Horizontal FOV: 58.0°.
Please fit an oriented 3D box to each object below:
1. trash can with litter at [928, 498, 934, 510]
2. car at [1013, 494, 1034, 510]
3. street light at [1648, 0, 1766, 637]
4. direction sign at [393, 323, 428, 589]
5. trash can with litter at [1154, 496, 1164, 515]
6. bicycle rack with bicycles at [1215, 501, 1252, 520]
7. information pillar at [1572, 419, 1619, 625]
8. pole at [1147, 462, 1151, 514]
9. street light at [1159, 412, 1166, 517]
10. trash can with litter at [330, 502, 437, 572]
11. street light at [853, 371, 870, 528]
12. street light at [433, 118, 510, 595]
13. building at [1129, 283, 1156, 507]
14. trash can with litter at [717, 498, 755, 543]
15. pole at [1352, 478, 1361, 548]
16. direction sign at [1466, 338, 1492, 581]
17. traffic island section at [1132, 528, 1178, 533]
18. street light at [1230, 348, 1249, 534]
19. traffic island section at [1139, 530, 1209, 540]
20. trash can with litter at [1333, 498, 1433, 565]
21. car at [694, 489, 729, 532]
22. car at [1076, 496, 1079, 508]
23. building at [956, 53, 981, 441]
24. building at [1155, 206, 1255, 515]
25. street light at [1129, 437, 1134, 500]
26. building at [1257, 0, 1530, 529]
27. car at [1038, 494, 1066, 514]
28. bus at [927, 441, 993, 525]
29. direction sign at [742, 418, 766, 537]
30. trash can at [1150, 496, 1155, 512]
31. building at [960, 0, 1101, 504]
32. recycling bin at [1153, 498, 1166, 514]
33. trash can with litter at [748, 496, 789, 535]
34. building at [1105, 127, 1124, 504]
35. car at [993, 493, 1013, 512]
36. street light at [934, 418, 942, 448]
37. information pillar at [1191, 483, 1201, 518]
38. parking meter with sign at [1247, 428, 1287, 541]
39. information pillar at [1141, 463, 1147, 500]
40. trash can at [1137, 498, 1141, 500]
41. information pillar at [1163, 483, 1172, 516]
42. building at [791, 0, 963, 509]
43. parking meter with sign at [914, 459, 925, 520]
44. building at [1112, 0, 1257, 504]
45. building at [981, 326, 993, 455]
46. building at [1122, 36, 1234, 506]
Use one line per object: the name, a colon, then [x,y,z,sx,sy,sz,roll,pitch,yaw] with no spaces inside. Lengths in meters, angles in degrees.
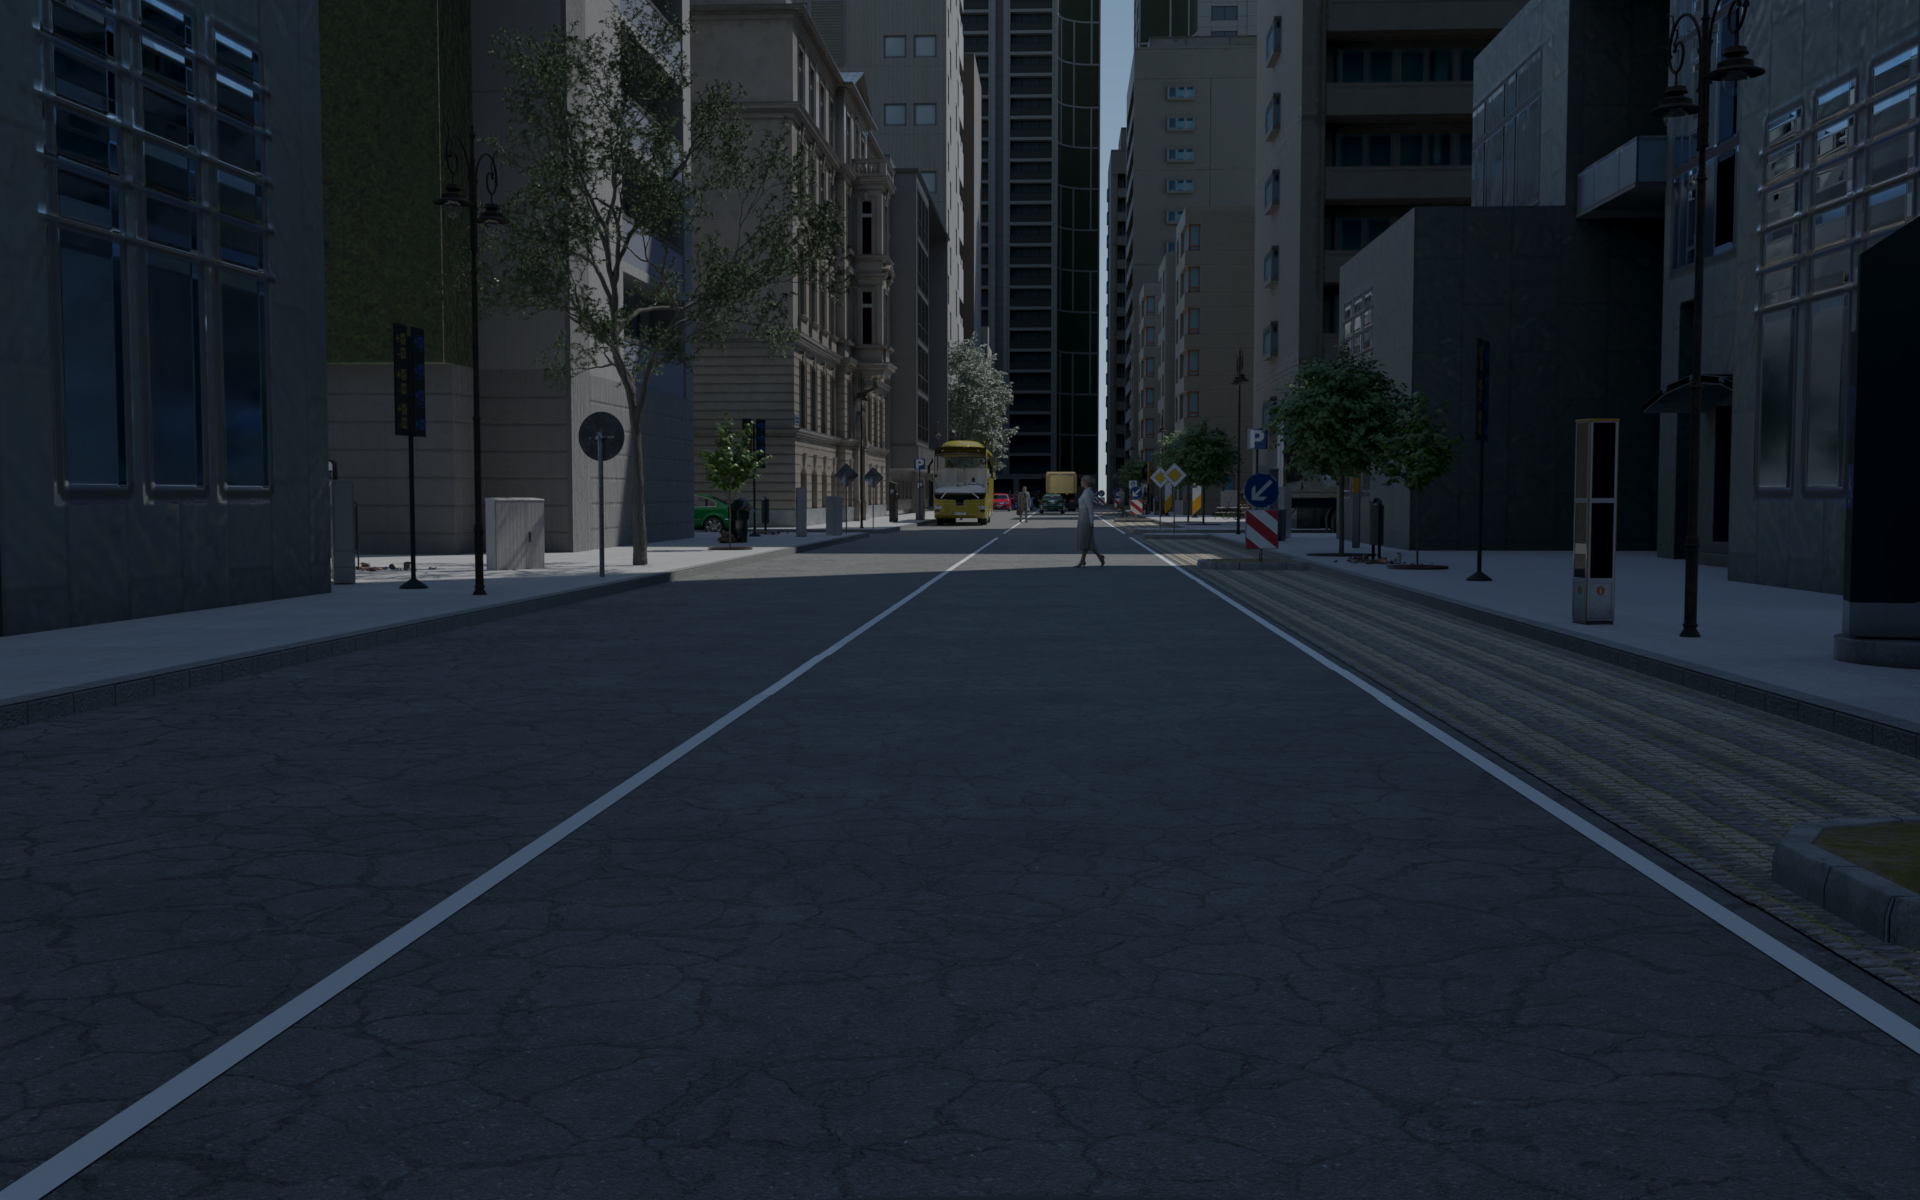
trash can with litter: [-2.149,-7.720,137.286,2.233,1.210,1.678,3,4,37]
car: [5.674,-8.909,155.246,1.945,1.707,3.694,0,4,3]
street light: [6.565,-2.606,15.398,0.468,5.910,1.993,0,4,3]
direction sign: [-7.421,-1.922,23.420,0.379,3.537,0.876,0,4,7]
trash can with litter: [12.192,-5.788,106.013,0.624,1.170,1.055,0,4,2]
bicycle rack with bicycles: [14.272,-4.505,87.045,2.925,0.926,2.852,-2,4,-25]
information pillar: [6.258,-0.769,17.069,0.304,2.012,0.304,0,4,-7]
pole: [12.192,-7.212,111.757,0.158,3.312,0.155,0,3,0]
street light: [11.466,-7.676,98.293,0.468,5.910,1.993,0,4,3]
trash can with litter: [-9.960,-1.098,29.004,2.233,1.210,1.678,0,4,-8]
street light: [-3.692,-5.631,64.861,0.468,5.910,1.993,0,4,3]
street light: [-6.111,-3.001,21.857,0.468,5.910,1.993,0,4,3]
building: [29.706,-19.011,155.865,27.650,21.520,28.899,0,4,3]
trash can with litter: [-5.886,-2.082,45.435,0.624,1.170,1.055,2,4,24]
pole: [9.398,-2.885,41.010,0.158,3.312,0.155,0,3,0]
direction sign: [7.684,-2.051,25.532,0.379,3.537,0.876,2,4,27]
traffic island section: [7.379,-2.532,63.681,2.009,0.180,2.903,0,4,3]
street light: [8.850,-5.023,54.914,0.468,5.910,1.993,0,4,3]
traffic island section: [6.907,-2.045,55.710,2.009,0.180,2.903,0,4,3]
trash can with litter: [7.816,-1.306,32.413,1.678,1.210,2.233,0,4,1]
car: [-9.703,-3.116,59.736,4.718,1.807,1.959,0,4,1]
car: [11.670,-10.466,183.115,2.014,1.417,4.499,0,4,4]
building: [-5.108,-32.046,174.063,14.600,45.320,14.200,0,4,3]
building: [28.187,-16.698,118.055,27.650,21.520,28.899,0,4,3]
street light: [13.645,-10.074,137.505,0.468,5.910,1.993,0,4,3]
building: [23.493,-27.434,72.240,21.600,48.544,21.300,0,4,3]
car: [6.834,-7.137,128.485,2.131,1.459,4.920,0,4,2]
bus: [0.226,-5.617,83.379,2.896,3.916,12.252,0,4,2]
direction sign: [-6.197,-3.680,52.159,0.379,3.537,0.876,3,5,43]
trash can: [13.919,-6.868,123.949,0.748,1.137,0.748,0,3,0]
building: [8.410,-48.537,231.829,20.611,71.187,20.563,0,4,3]
recycling bin: [12.742,-5.954,109.909,0.722,1.027,0.722,-2,4,-26]
trash can with litter: [-6.275,-2.690,55.033,1.678,1.210,2.233,-1,4,-9]
building: [30.299,-37.168,231.390,21.600,48.544,21.300,0,4,3]
car: [3.299,-8.211,143.284,2.155,1.783,4.494,0,4,3]
street light: [-1.342,-8.058,104.533,0.468,5.910,1.993,0,4,3]
information pillar: [12.770,-6.245,93.463,0.504,3.616,0.183,-1,4,-17]
parking meter with sign: [8.342,-3.095,46.866,0.543,3.016,1.738,2,4,31]
information pillar: [13.818,-8.457,129.624,0.504,3.616,0.183,-1,4,-19]
trash can: [13.958,-7.488,134.089,0.748,1.137,0.748,0,3,0]
information pillar: [12.136,-6.702,100.932,0.504,3.616,0.183,-3,5,-39]
building: [-13.695,-34.511,153.498,28.713,52.752,27.495,0,4,3]
parking meter with sign: [-1.957,-5.474,85.755,0.543,3.016,1.738,0,4,1]
building: [28.494,-46.664,201.206,20.563,71.187,20.611,0,4,3]
building: [-11.130,-21.815,201.711,28.899,21.520,27.650,0,4,3]
building: [28.350,-34.074,180.803,21.300,48.544,21.600,0,4,3]
